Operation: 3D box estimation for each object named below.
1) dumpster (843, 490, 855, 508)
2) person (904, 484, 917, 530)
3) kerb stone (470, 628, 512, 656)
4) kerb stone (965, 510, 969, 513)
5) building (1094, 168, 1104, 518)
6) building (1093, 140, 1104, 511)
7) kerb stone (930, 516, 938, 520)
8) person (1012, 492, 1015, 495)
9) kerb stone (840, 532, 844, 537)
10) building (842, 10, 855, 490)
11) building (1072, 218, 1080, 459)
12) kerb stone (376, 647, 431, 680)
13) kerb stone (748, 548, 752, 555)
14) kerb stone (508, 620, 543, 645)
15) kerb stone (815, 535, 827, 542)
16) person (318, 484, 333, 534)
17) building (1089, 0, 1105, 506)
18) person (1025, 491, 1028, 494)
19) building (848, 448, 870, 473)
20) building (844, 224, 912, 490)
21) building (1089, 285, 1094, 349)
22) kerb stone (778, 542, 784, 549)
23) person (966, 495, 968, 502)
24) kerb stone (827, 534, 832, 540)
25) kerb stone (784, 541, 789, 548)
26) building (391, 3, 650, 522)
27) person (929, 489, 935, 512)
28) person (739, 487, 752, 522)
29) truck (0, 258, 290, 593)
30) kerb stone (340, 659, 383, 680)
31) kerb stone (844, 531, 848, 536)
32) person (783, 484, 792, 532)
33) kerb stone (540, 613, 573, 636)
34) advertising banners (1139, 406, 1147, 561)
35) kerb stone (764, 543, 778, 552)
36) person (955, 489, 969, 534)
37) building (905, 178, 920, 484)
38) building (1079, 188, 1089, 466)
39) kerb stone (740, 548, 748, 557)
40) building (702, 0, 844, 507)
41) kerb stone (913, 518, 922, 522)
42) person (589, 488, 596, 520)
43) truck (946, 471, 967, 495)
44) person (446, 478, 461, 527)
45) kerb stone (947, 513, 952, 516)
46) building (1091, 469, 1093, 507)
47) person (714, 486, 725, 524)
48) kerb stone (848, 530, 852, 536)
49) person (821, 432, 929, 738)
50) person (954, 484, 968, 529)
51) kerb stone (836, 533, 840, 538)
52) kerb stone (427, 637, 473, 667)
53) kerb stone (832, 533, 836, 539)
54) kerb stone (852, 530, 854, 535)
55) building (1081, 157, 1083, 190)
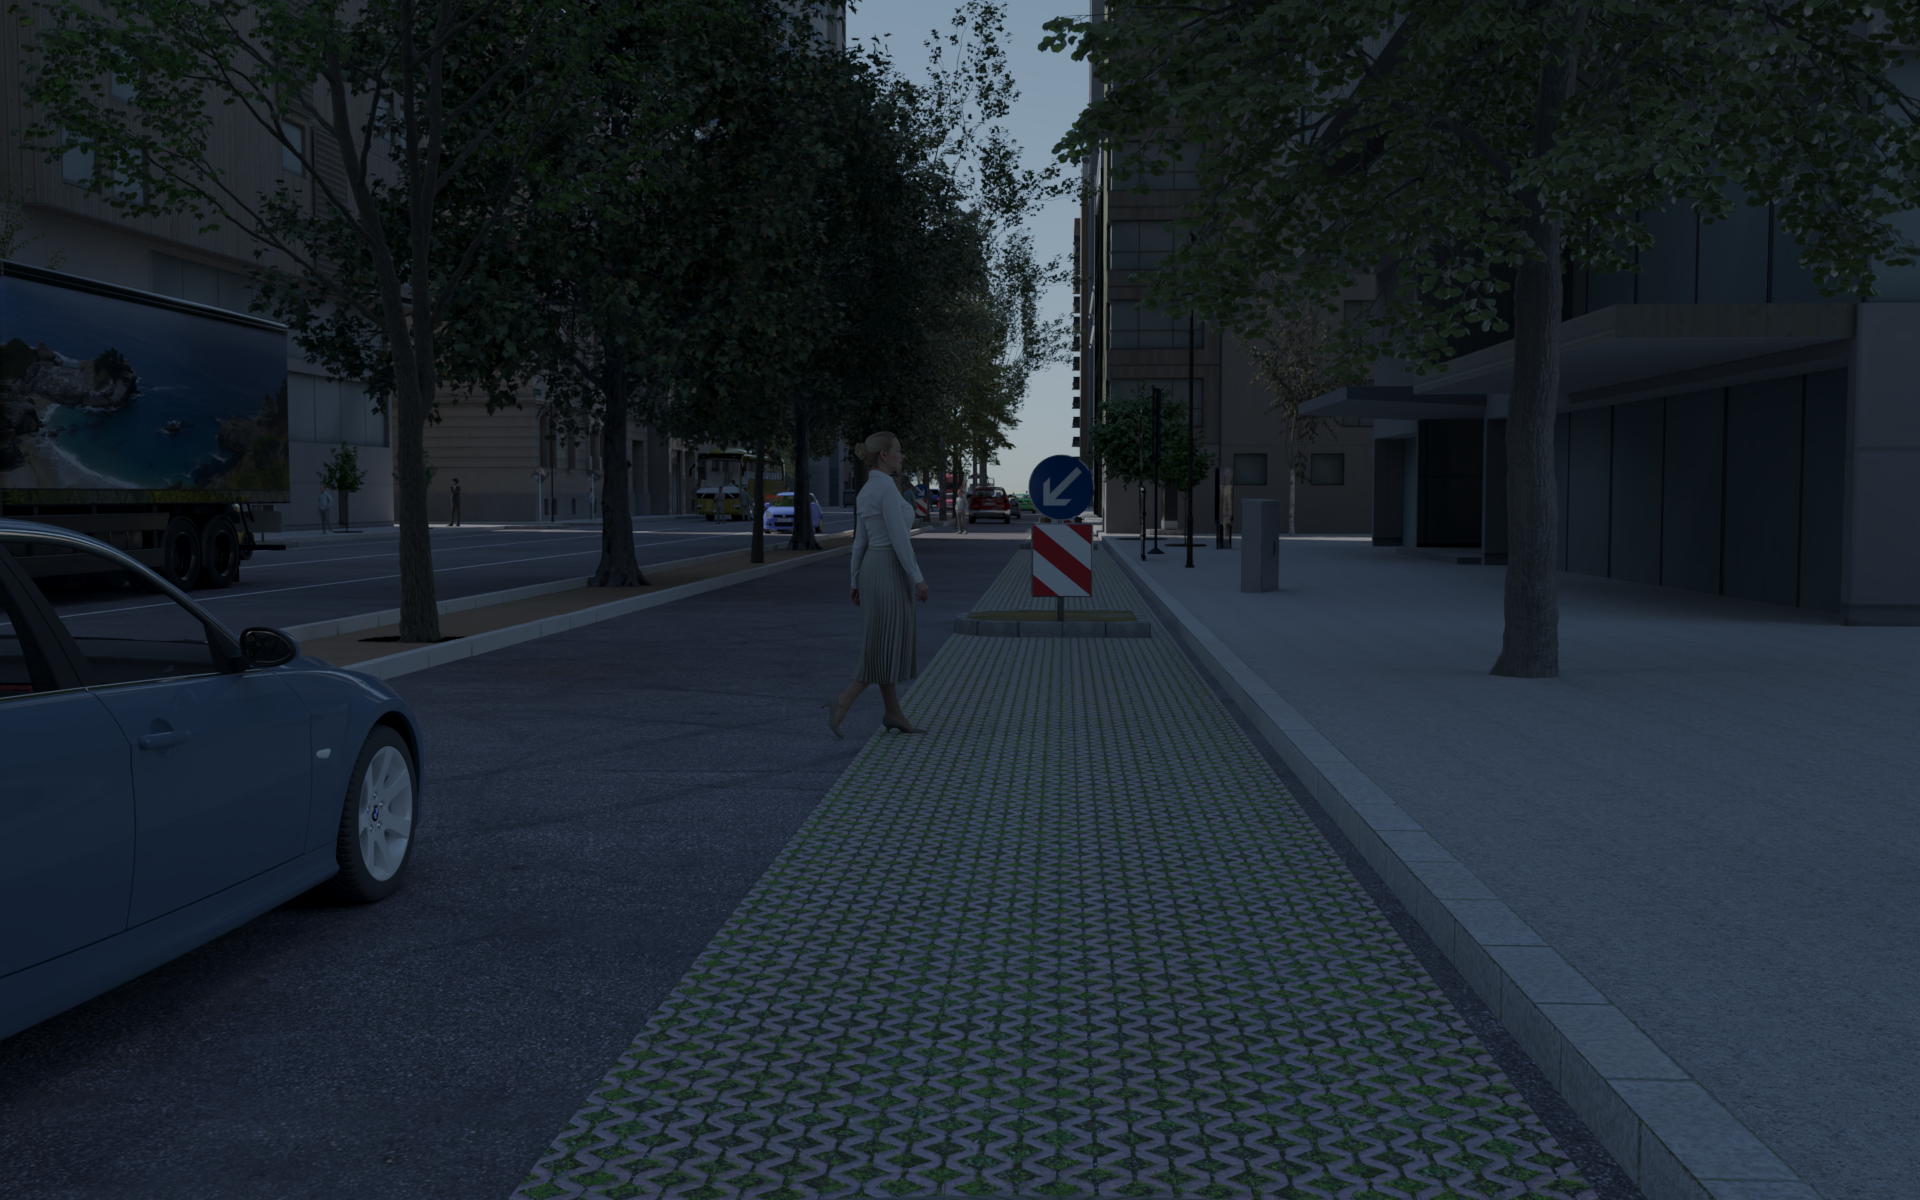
[{"bbox_3d":[-10.907,-10.198,174.956,1.865,1.857,1.264,0,4,3],"label":"dumpster"},{"bbox_3d":[-2.021,-3.619,67.532,0.748,1.841,0.638,-2,4,-30],"label":"person"},{"bbox_3d":[-4.341,0.389,15.836,0.120,0.150,1.000,0,4,3],"label":"kerb stone"},{"bbox_3d":[0.691,-6.975,136.272,0.120,0.150,1.000,0,4,3],"label":"kerb stone"},{"bbox_3d":[14.051,-16.518,99.753,12.332,23.373,15.834,0,4,3],"label":"building"},{"bbox_3d":[15.359,-18.365,118.296,12.078,24.808,19.932,0,4,3],"label":"building"},{"bbox_3d":[-1.494,-4.723,99.424,0.120,0.150,1.000,0,4,3],"label":"kerb stone"},{"bbox_3d":[9.263,-17.818,299.693,0.709,1.838,0.599,0,4,3],"label":"person"},{"bbox_3d":[-4.004,-2.124,56.961,0.120,0.150,1.000,0,4,3],"label":"kerb stone"},{"bbox_3d":[-21.986,-46.964,206.116,20.563,71.187,20.611,0,4,3],"label":"building"},{"bbox_3d":[28.402,-37.480,267.417,22.147,44.769,28.867,0,4,3],"label":"building"},{"bbox_3d":[-4.476,0.514,13.789,0.120,0.150,1.000,0,4,3],"label":"kerb stone"},{"bbox_3d":[-4.981,-1.125,40.592,0.120,0.150,1.000,0,4,3],"label":"kerb stone"},{"bbox_3d":[-4.295,0.331,16.857,0.120,0.150,1.000,0,4,3],"label":"kerb stone"},{"bbox_3d":[-4.253,-1.876,52.867,0.120,0.150,1.000,0,4,3],"label":"kerb stone"},{"bbox_3d":[-20.226,-2.890,55.098,0.589,1.601,0.330,2,4,32],"label":"person"},{"bbox_3d":[24.730,-39.730,191.591,21.231,58.520,28.212,0,4,3],"label":"building"},{"bbox_3d":[7.326,-11.035,188.928,0.705,1.823,1.348,3,5,40],"label":"person"},{"bbox_3d":[-24.569,-34.134,249.977,32.217,40.220,23.993,0,4,3],"label":"building"},{"bbox_3d":[-14.961,-37.813,268.348,14.600,45.320,14.200,0,4,3],"label":"building"},{"bbox_3d":[17.242,-18.260,140.353,13.314,21.916,24.055,0,4,3],"label":"building"},{"bbox_3d":[-4.739,-1.370,44.685,0.120,0.150,1.000,0,4,3],"label":"kerb stone"},{"bbox_3d":[0.881,-13.353,227.652,0.721,1.723,1.217,2,4,32],"label":"person"},{"bbox_3d":[-4.194,-1.939,53.900,0.120,0.150,1.000,0,4,3],"label":"kerb stone"},{"bbox_3d":[-4.685,-1.436,45.708,0.120,0.150,1.000,0,4,3],"label":"kerb stone"},{"bbox_3d":[-25.096,-18.534,90.413,14.401,28.519,23.554,0,4,3],"label":"building"},{"bbox_3d":[-2.347,-8.026,139.832,0.850,1.850,0.679,-2,4,-34],"label":"person"},{"bbox_3d":[-10.959,-4.883,88.431,0.635,1.810,0.391,1,4,13],"label":"person"},{"bbox_3d":[-12.438,-2.077,22.878,2.839,4.237,11.283,0,4,3],"label":"truck"},{"bbox_3d":[-4.531,0.577,12.763,0.120,0.150,1.000,0,4,3],"label":"kerb stone"},{"bbox_3d":[-3.947,-2.189,57.982,0.120,0.150,1.000,0,4,3],"label":"kerb stone"},{"bbox_3d":[-6.525,-3.510,66.093,0.583,1.804,0.606,-2,4,-28],"label":"person"},{"bbox_3d":[-4.227,0.266,17.879,0.120,0.150,1.000,0,4,3],"label":"kerb stone"},{"bbox_3d":[3.576,-2.308,33.927,0.090,3.025,2.074,0,4,4],"label":"advertising banners"},{"bbox_3d":[-4.798,-1.307,43.661,0.120,0.150,1.000,0,4,3],"label":"kerb stone"},{"bbox_3d":[0.036,-3.161,61.992,0.330,1.601,0.589,-3,5,-39],"label":"person"},{"bbox_3d":[-20.958,-42.819,289.320,28.713,52.752,27.495,0,4,3],"label":"building"},{"bbox_3d":[24.028,-36.449,246.043,14.600,45.320,14.200,0,4,3],"label":"building"},{"bbox_3d":[-5.044,-1.061,39.571,0.120,0.150,1.000,0,4,3],"label":"kerb stone"},{"bbox_3d":[-23.579,-38.287,167.990,21.231,58.520,28.212,0,4,3],"label":"building"},{"bbox_3d":[-2.159,-4.035,88.179,0.120,0.150,1.000,0,4,3],"label":"kerb stone"},{"bbox_3d":[-17.969,-4.696,84.636,0.330,1.601,0.589,1,4,8],"label":"person"},{"bbox_3d":[-0.802,-13.921,216.525,2.839,4.237,11.283,0,4,5],"label":"truck"},{"bbox_3d":[-19.942,-3.846,68.285,0.474,1.900,0.648,-3,5,-43],"label":"person"},{"bbox_3d":[-0.584,-5.662,114.776,0.120,0.150,1.000,0,4,3],"label":"kerb stone"},{"bbox_3d":[25.736,-47.578,216.159,20.563,71.187,20.611,0,4,3],"label":"building"},{"bbox_3d":[-11.375,-4.480,81.932,0.511,1.800,0.466,0,4,6],"label":"person"},{"bbox_3d":[-3.890,-2.249,59.003,0.120,0.150,1.000,0,4,3],"label":"kerb stone"},{"bbox_3d":[-0.501,-0.088,10.167,0.641,1.798,0.478,-1,4,-12],"label":"person"},{"bbox_3d":[0.032,-3.793,70.543,0.581,1.822,0.654,-2,4,-30],"label":"person"},{"bbox_3d":[-4.069,-2.064,55.941,0.120,0.150,1.000,0,4,3],"label":"kerb stone"},{"bbox_3d":[-4.413,0.452,14.809,0.120,0.150,1.000,0,4,3],"label":"kerb stone"},{"bbox_3d":[-4.140,-2.002,54.921,0.120,0.150,1.000,0,4,3],"label":"kerb stone"},{"bbox_3d":[-3.828,-2.314,60.023,0.120,0.150,1.000,0,4,3],"label":"kerb stone"},{"bbox_3d":[31.107,-46.078,295.374,21.231,58.520,28.212,0,4,3],"label":"building"}]
